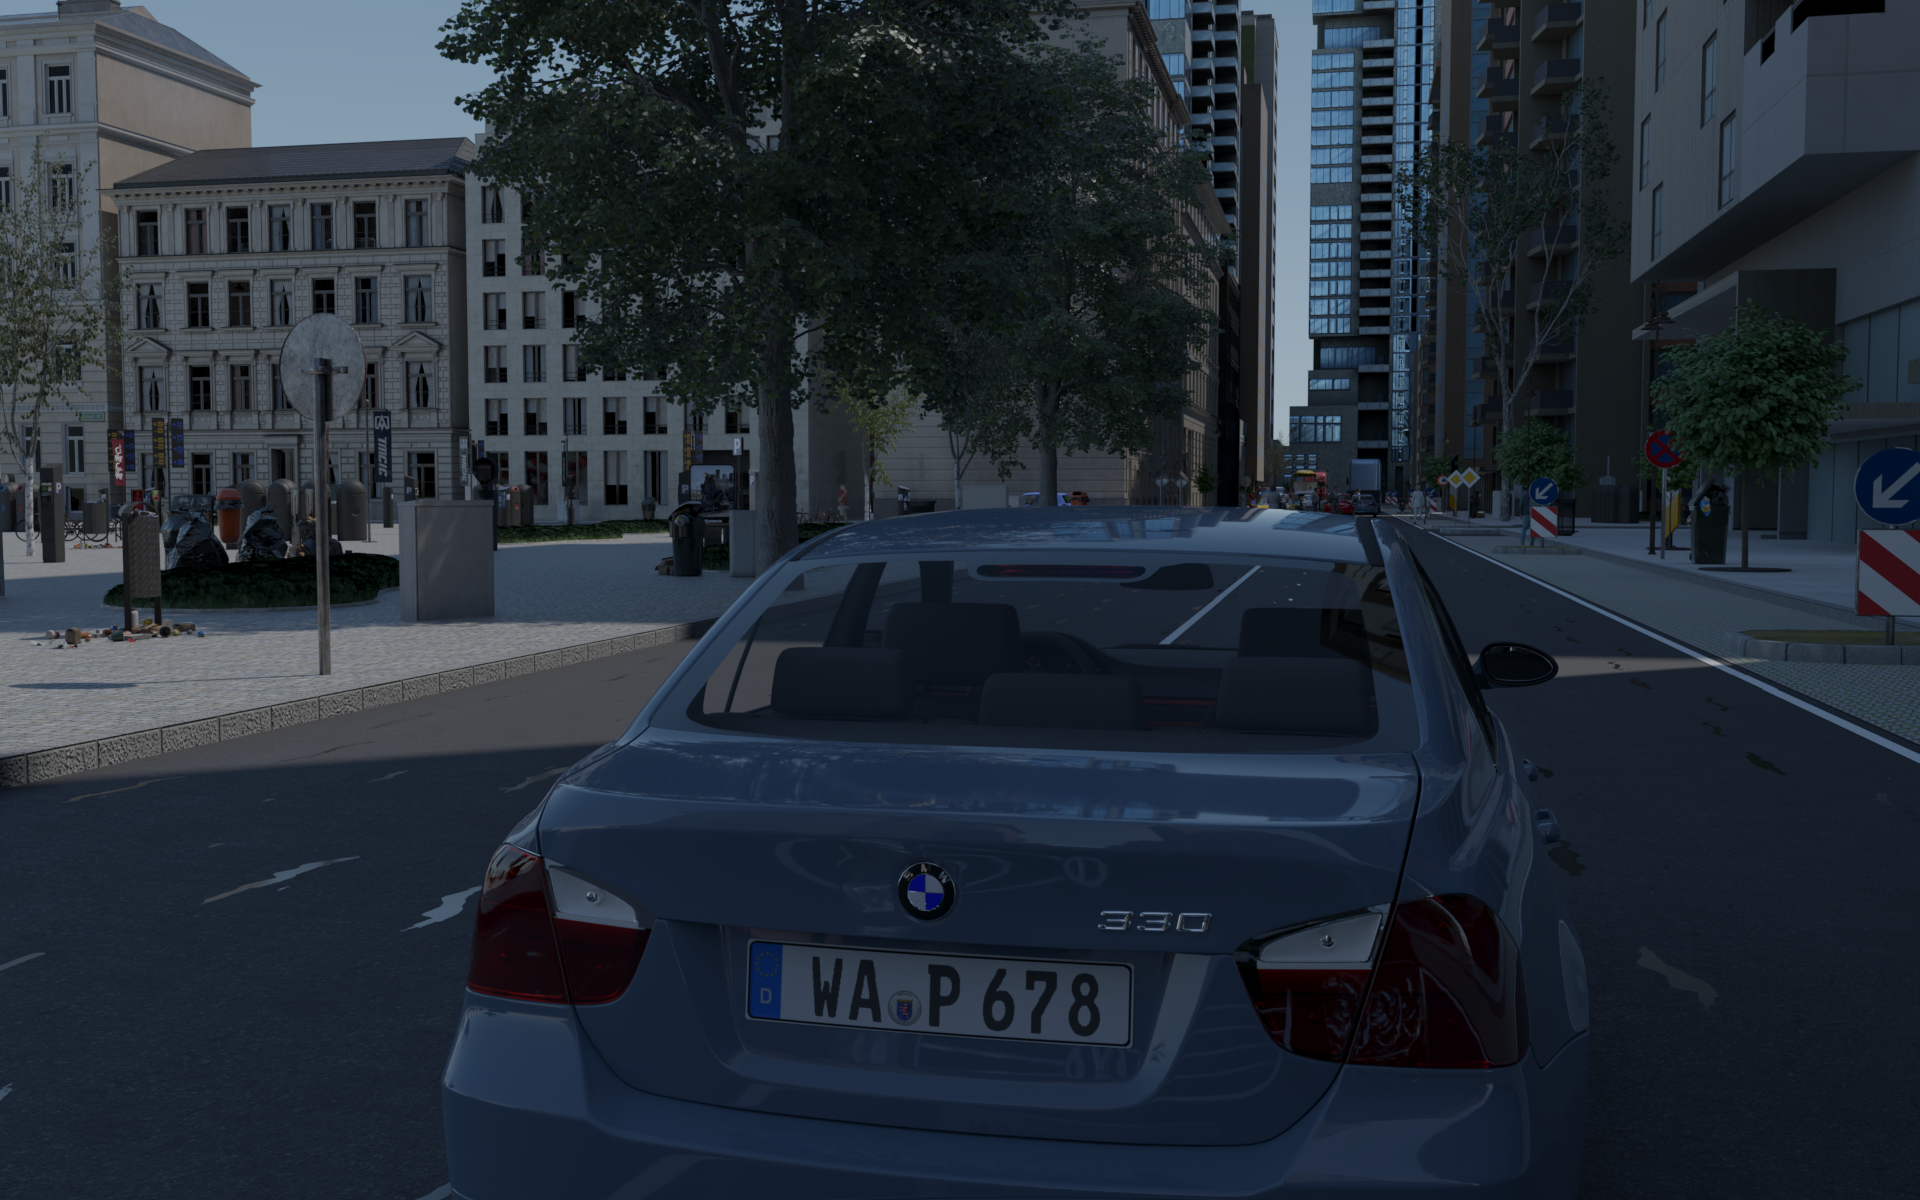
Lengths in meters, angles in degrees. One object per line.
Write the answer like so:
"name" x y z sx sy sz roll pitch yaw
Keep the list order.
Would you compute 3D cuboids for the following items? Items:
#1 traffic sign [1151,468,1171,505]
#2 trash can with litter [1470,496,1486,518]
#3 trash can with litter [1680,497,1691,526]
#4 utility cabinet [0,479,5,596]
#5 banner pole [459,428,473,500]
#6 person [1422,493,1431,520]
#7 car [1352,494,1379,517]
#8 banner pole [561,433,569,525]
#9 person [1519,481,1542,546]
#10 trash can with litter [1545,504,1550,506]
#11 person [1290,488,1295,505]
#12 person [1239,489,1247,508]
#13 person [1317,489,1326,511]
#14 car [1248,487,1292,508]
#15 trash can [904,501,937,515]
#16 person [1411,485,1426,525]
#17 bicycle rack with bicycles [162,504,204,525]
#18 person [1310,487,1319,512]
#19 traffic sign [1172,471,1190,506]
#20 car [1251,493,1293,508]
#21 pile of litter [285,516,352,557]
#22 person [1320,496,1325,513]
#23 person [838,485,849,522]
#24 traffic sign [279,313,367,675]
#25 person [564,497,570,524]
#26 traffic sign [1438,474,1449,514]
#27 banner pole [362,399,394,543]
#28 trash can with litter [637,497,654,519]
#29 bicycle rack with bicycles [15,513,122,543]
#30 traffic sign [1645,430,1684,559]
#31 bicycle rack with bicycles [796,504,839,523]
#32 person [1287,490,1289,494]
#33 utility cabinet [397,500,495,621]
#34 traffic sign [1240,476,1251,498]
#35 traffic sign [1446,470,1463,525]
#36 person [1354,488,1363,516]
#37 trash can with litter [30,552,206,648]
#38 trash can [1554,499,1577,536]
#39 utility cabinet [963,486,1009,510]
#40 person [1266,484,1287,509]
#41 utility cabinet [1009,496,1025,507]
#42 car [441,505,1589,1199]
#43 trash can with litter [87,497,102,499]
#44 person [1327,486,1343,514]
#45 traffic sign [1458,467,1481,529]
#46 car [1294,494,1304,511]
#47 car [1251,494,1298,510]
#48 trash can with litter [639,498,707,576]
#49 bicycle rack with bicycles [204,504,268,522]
"traffic sign" 7.697 -3.834 66.327 0.795 2.450 0.064 1 4 13
"trash can with litter" 27.500 -4.932 92.028 0.624 1.170 1.055 -2 4 -29
"trash can with litter" 29.642 -3.608 70.372 0.624 1.170 1.055 0 4 0
"utility cabinet" -12.082 -0.747 20.896 0.318 1.500 1.173 1 4 10
"banner pole" -18.753 -4.641 65.896 0.863 3.779 0.401 2 4 33
"person" 25.307 -5.060 93.830 0.503 1.515 0.523 3 5 40
"car" 25.125 -5.873 108.025 2.014 1.417 4.499 1 4 14
"banner pole" -16.201 -4.959 71.101 0.401 3.779 0.863 1 4 8
"person" 14.983 -2.237 45.428 0.623 1.781 0.721 1 4 21
"trash can with litter" 18.784 -2.727 55.975 0.624 1.170 1.055 1 4 13
"person" 20.552 -6.047 107.375 0.388 1.821 0.555 -2 4 -26
"person" 15.661 -5.290 95.993 0.522 1.701 0.512 -3 4 -36
"person" 30.925 -8.575 148.646 1.348 1.831 0.705 -2 4 -24
"car" 16.626 -5.134 92.618 2.281 1.827 5.304 1 4 14
"trash can" -0.855 -1.583 37.540 0.748 1.137 0.748 0 3 0
"person" 21.233 -4.390 80.158 0.514 1.842 0.818 -2 4 -26
"bicycle rack with bicycles" -27.470 -2.909 60.952 2.852 0.926 2.925 -1 4 -16
"person" 21.523 -5.932 105.336 0.661 1.843 0.795 -3 5 -42
"traffic sign" 9.440 -4.311 74.120 0.795 2.450 0.064 1 4 13
"car" 14.686 -4.396 81.460 1.945 1.707 3.694 1 4 12
"pile of litter" -12.718 -1.228 34.038 1.719 0.858 1.176 0 4 5
"person" 20.096 -5.106 96.229 0.590 1.304 0.306 -2 4 -30
"person" -4.876 -3.927 72.679 0.580 1.828 0.573 3 5 44
"traffic sign" -4.509 -0.741 12.223 0.768 2.556 0.104 1 4 21
"person" -17.344 -3.917 76.826 0.394 1.301 0.425 1 4 19
"traffic sign" 31.377 -6.869 112.417 0.768 2.556 0.104 1 4 14
"banner pole" -15.452 -3.418 45.901 0.863 3.779 0.401 0 4 -4
"trash can with litter" -12.776 -3.617 70.522 0.624 1.170 1.055 2 4 24
"bicycle rack with bicycles" -23.803 -2.033 46.615 2.925 0.926 2.852 -1 4 -21
"traffic sign" 13.868 -2.079 34.105 0.768 2.556 0.104 1 4 14
"bicycle rack with bicycles" -6.021 -2.944 61.521 2.852 0.926 2.925 -3 4 -38
"person" 27.343 -8.292 144.349 0.850 1.792 0.678 1 4 12
"utility cabinet" -5.310 -0.414 17.923 0.306 1.237 1.020 2 4 33
"traffic sign" 20.286 -7.522 123.084 0.768 2.556 0.104 1 4 17
"traffic sign" 20.507 -4.158 71.633 0.795 2.450 0.064 1 4 13
"person" 26.005 -6.415 113.479 0.850 1.850 0.679 3 4 36
"trash can with litter" -7.601 -0.267 15.425 1.678 1.210 2.233 0 4 4
"trash can" 18.476 -2.524 52.917 0.748 1.137 0.748 0 3 0
"utility cabinet" 0.675 -2.235 45.223 1.173 1.500 0.318 1 4 15
"person" 10.840 -3.076 59.144 0.716 1.782 0.532 2 4 29
"utility cabinet" 2.067 -3.315 65.359 0.306 1.237 1.020 -2 4 -29
"car" 0.472 0.470 4.311 2.014 1.417 4.499 1 4 14
"trash can with litter" -20.011 -1.830 40.985 2.233 1.210 1.678 -3 5 -40
"person" 19.456 -4.997 90.167 0.822 1.834 0.622 3 5 39
"traffic sign" 18.764 -3.682 63.840 0.795 2.450 0.064 1 4 13
"car" 23.504 -6.946 123.357 2.009 1.686 4.222 1 4 13
"car" 14.031 -4.092 77.128 2.015 1.641 3.980 1 4 13
"trash can with litter" -4.452 -0.969 27.223 0.624 1.170 1.055 -3 5 -43
"bicycle rack with bicycles" -23.664 -2.775 58.752 2.925 0.926 2.852 -3 4 -36
